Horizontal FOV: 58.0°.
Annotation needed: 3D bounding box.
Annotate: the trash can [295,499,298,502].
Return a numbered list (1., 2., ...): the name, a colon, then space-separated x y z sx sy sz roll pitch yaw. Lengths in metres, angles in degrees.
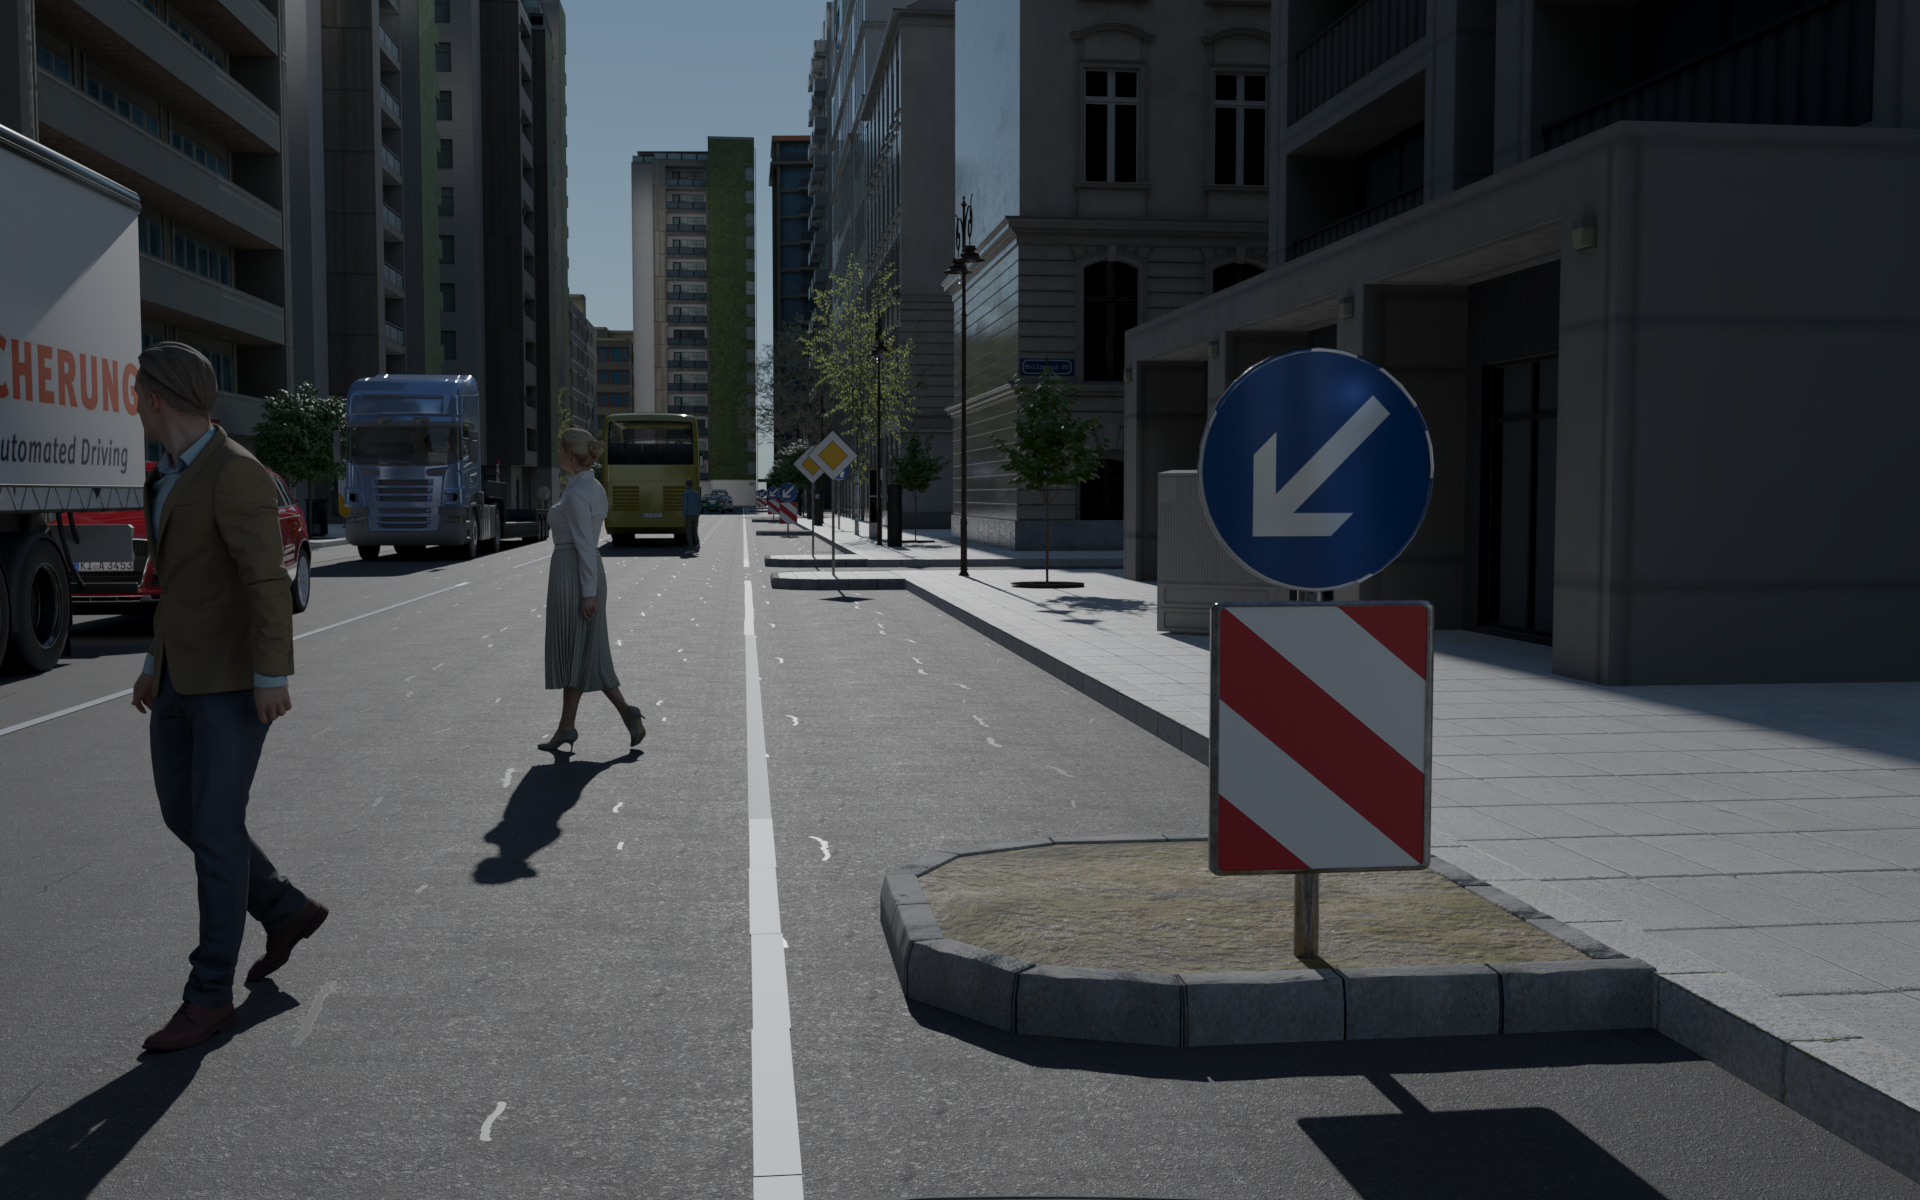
1. trash can: -17.791 -2.075 45.585 0.748 1.137 0.748 0 3 0

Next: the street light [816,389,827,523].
1. street light: -6.071 -6.331 76.307 0.468 5.910 1.993 0 4 -7

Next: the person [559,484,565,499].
1. person: -16.177 -3.831 70.912 0.659 1.850 0.755 1 4 22

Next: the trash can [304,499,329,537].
1. trash can: -19.352 -2.476 52.137 0.748 1.137 0.748 0 3 0

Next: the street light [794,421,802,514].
1. street light: -10.234 -8.338 109.117 0.468 5.910 1.993 0 4 -7

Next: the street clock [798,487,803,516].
1. street clock: -9.525 -6.036 103.254 0.471 2.002 0.358 0 4 -1

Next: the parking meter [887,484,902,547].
1. parking meter: -1.591 -2.065 42.179 0.372 1.533 0.369 0 3 0

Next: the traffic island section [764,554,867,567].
1. traffic island section: -2.975 -0.798 35.328 2.009 0.180 2.903 0 4 -7

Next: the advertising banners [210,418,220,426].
1. advertising banners: -17.534 -2.633 39.231 0.090 3.025 2.074 1 4 23

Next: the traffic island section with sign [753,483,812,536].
1. traffic island section with sign: -6.115 -3.163 60.343 1.989 1.847 2.006 0 4 -7

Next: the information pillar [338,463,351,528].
1. information pillar: -23.411 -4.557 65.866 0.183 3.616 0.504 2 4 34

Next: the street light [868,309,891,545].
1. street light: -2.032 -4.324 43.482 0.468 5.910 1.993 0 4 -7

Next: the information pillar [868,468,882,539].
1. information pillar: -2.414 -2.755 49.541 0.304 2.012 0.304 1 4 22

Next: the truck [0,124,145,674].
1. truck: -8.068 -1.316 10.433 2.839 4.237 11.283 0 4 -7

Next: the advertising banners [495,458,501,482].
1. advertising banners: -22.844 -5.388 84.282 0.090 3.025 2.074 1 4 14

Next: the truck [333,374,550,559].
1. truck: -12.830 -3.372 44.889 2.967 4.110 18.799 0 4 -8

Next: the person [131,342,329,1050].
1. person: -2.064 0.222 4.785 0.656 1.842 0.836 1 4 12

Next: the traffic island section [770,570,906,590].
1. traffic island section: -1.981 -0.313 27.405 2.009 0.180 2.903 0 4 -7

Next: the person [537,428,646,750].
1. person: -2.063 -0.059 9.684 0.641 1.798 0.478 1 4 15

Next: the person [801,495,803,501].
1. person: -17.159 -11.075 190.520 0.436 1.711 0.756 2 4 32

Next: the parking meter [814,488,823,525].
1. parking meter: -5.836 -3.846 71.288 0.372 1.533 0.369 0 3 0

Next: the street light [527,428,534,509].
1. street light: -24.736 -7.747 99.446 0.468 5.910 1.993 0 4 -7

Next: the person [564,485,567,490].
1. person: -15.827 -3.719 69.505 0.583 1.804 0.606 -3 5 -41

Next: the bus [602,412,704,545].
1. bus: -9.079 -3.679 51.704 2.896 3.916 12.252 -1 4 -9

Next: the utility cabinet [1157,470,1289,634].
1. utility cabinet: 2.375 -0.428 15.683 1.173 1.500 0.318 2 4 33

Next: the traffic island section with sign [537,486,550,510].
1. traffic island section with sign: -20.742 -4.757 86.406 1.989 1.847 2.006 0 4 -7

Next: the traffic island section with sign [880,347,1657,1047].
1. traffic island section with sign: 0.771 0.194 5.464 1.989 1.847 2.006 0 4 -7

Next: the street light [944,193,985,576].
1. street light: 0.061 -3.317 27.014 0.468 5.910 1.993 0 4 -7

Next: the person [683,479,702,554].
1. person: -6.415 -1.994 41.447 0.601 1.785 0.444 -3 5 -41

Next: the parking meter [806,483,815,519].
1. parking meter: -7.706 -5.119 89.400 0.399 1.863 0.255 -3 5 -42
